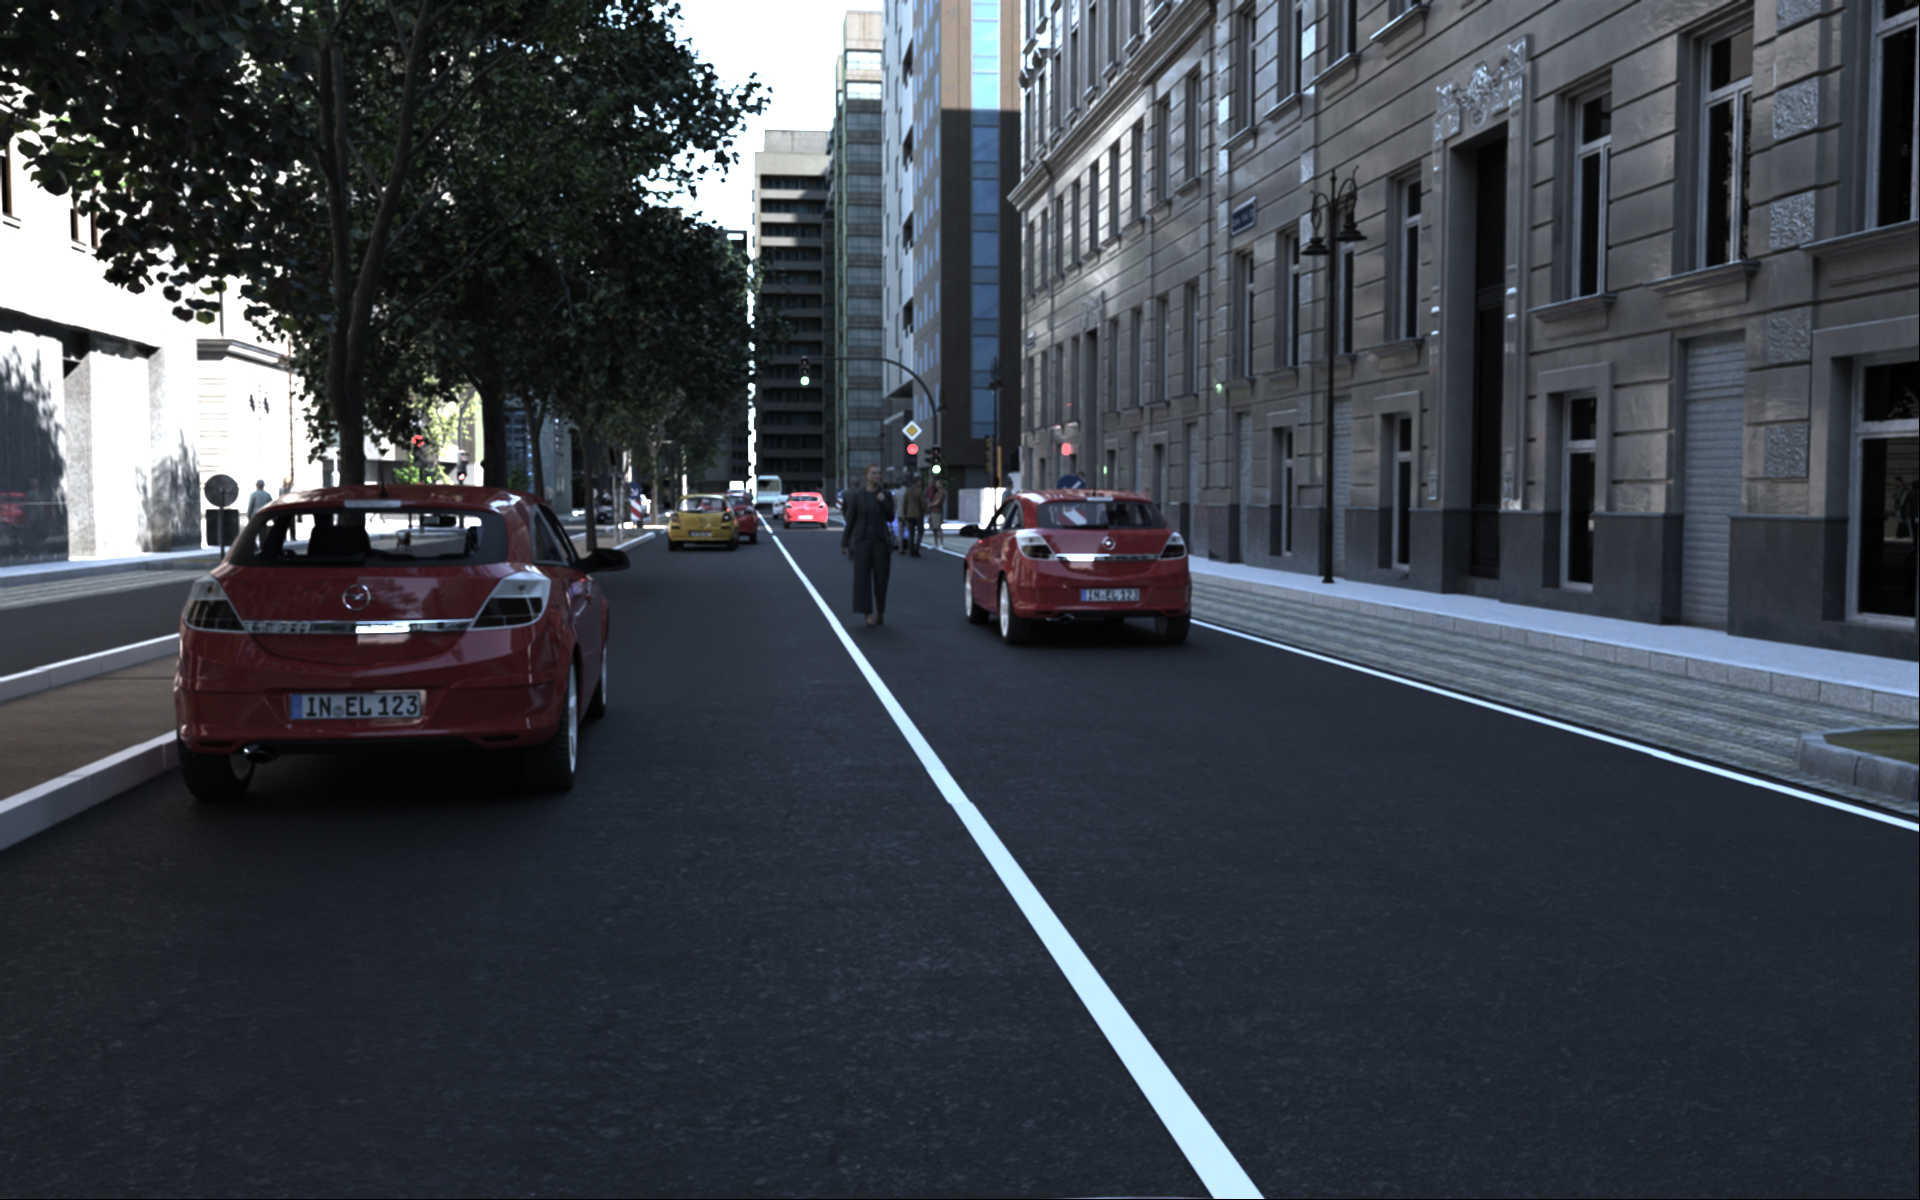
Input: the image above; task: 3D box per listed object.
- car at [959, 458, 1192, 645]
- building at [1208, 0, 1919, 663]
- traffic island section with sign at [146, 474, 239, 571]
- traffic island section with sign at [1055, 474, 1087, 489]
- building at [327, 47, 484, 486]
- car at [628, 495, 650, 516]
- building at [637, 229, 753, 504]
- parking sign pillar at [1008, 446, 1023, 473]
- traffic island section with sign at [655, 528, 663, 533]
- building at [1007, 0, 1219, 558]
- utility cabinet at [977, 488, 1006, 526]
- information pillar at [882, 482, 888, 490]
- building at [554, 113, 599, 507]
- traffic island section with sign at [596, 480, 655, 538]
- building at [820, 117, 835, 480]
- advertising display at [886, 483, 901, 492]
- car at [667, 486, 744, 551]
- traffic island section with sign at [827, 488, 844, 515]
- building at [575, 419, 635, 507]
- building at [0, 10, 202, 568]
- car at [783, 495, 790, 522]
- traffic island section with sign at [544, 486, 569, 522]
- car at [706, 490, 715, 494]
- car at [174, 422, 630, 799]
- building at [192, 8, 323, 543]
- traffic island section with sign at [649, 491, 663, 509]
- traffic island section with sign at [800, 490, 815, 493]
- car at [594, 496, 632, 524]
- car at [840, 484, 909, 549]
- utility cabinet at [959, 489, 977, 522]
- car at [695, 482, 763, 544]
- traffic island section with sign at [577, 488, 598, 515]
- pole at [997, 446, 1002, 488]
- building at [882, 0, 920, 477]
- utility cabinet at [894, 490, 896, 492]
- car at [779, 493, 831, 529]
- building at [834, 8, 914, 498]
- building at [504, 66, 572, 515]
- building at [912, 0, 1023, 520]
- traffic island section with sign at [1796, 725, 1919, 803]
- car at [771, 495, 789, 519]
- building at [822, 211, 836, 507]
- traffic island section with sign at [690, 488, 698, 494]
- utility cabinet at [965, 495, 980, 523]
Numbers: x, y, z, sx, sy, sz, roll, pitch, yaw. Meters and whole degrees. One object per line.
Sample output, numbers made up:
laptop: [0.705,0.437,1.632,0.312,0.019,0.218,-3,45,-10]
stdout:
car: [1.116,-0.551,18.046,2.155,1.783,4.494,0,4,-7]
building: [11.875,-13.697,21.216,12.463,27.353,25.104,0,4,-7]
traffic island section with sign: [-14.280,-1.506,33.255,1.989,1.847,2.006,0,4,-7]
traffic island section with sign: [2.018,-1.629,35.265,1.989,1.847,2.006,0,4,-7]
building: [-31.600,-19.180,85.292,14.160,30.474,14.107,0,4,-7]
car: [-21.804,-6.347,116.143,2.083,1.381,4.827,-1,4,-9]
building: [-40.536,-33.332,236.863,23.993,40.220,32.217,0,4,-7]
parking sign pillar: [2.831,-5.493,78.290,1.447,3.967,1.447,-1,4,-19]
traffic island section with sign: [-12.107,-3.441,64.403,2.006,1.907,1.989,0,4,-7]
building: [9.083,-15.223,46.164,12.463,27.353,25.104,0,4,-7]
utility cabinet: [1.343,-3.625,67.943,1.173,1.500,0.318,-3,4,-37]
information pillar: [-4.499,-6.111,104.409,0.304,2.012,0.304,1,4,11]
building: [-46.134,-34.247,149.184,28.713,52.752,27.495,0,4,-7]
traffic island section with sign: [-11.202,-2.992,57.051,2.006,1.907,1.989,0,4,-7]
building: [-4.110,-35.627,202.104,23.786,49.044,30.456,0,4,-7]
advertising display: [-3.951,-6.036,103.899,0.974,1.923,0.123,0,4,2]
car: [-6.672,-2.145,45.289,2.015,1.641,3.980,0,4,-5]
traffic island section with sign: [-8.312,-6.707,118.294,1.989,1.847,2.006,0,4,-7]
building: [-49.027,-35.327,201.300,21.600,48.544,21.300,0,4,-7]
building: [-22.342,-12.898,28.903,12.078,24.808,19.932,0,4,-7]
car: [-8.181,-4.806,88.807,2.015,1.641,3.980,-1,4,-9]
traffic island section with sign: [-21.261,-4.941,89.408,1.989,1.847,2.006,0,4,-7]
car: [-15.208,-5.976,107.294,1.945,1.707,3.694,-1,4,-8]
car: [-2.968,-0.042,9.727,2.155,1.783,4.494,-1,4,-8]
building: [-29.506,-12.994,48.610,21.152,22.565,11.583,0,4,-7]
traffic island section with sign: [-34.182,-11.290,193.211,1.989,1.847,2.006,0,4,-7]
traffic island section with sign: [-14.526,-9.764,168.263,1.989,1.847,2.006,0,4,-7]
car: [-16.788,-4.389,84.343,1.945,1.354,3.894,-1,4,-8]
car: [-2.209,-2.242,46.246,1.945,1.707,3.694,0,4,-7]
utility cabinet: [0.524,-4.309,79.128,1.173,1.500,0.318,2,4,24]
car: [-6.883,-2.570,51.052,2.155,1.783,4.494,0,4,-7]
traffic island section with sign: [-24.610,-6.586,116.313,1.989,1.847,2.006,0,4,-7]
pole: [1.695,-4.905,74.034,0.158,3.312,0.155,0,3,0]
building: [8.920,-32.579,121.905,28.713,52.752,27.495,0,4,-7]
utility cabinet: [-3.022,-4.937,89.396,0.318,1.500,1.173,1,4,19]
car: [-6.441,-3.856,72.093,2.155,1.783,4.494,0,4,-5]
building: [-3.266,-28.583,150.918,14.154,41.232,14.086,0,4,-7]
building: [-37.565,-49.167,116.556,22.319,86.520,31.000,0,4,-7]
building: [5.054,-26.949,90.725,14.600,45.320,14.200,0,4,-7]
traffic island section with sign: [5.343,0.007,8.515,1.989,1.847,2.006,0,4,-7]
car: [-9.908,-5.386,100.420,2.083,1.381,4.827,0,4,-5]
building: [-7.313,-24.951,179.643,14.160,30.474,14.107,0,4,-7]
traffic island section with sign: [-21.391,-8.002,138.968,2.006,1.907,1.989,0,4,-7]
utility cabinet: [0.738,-4.051,77.388,1.020,1.237,0.306,0,4,5]
